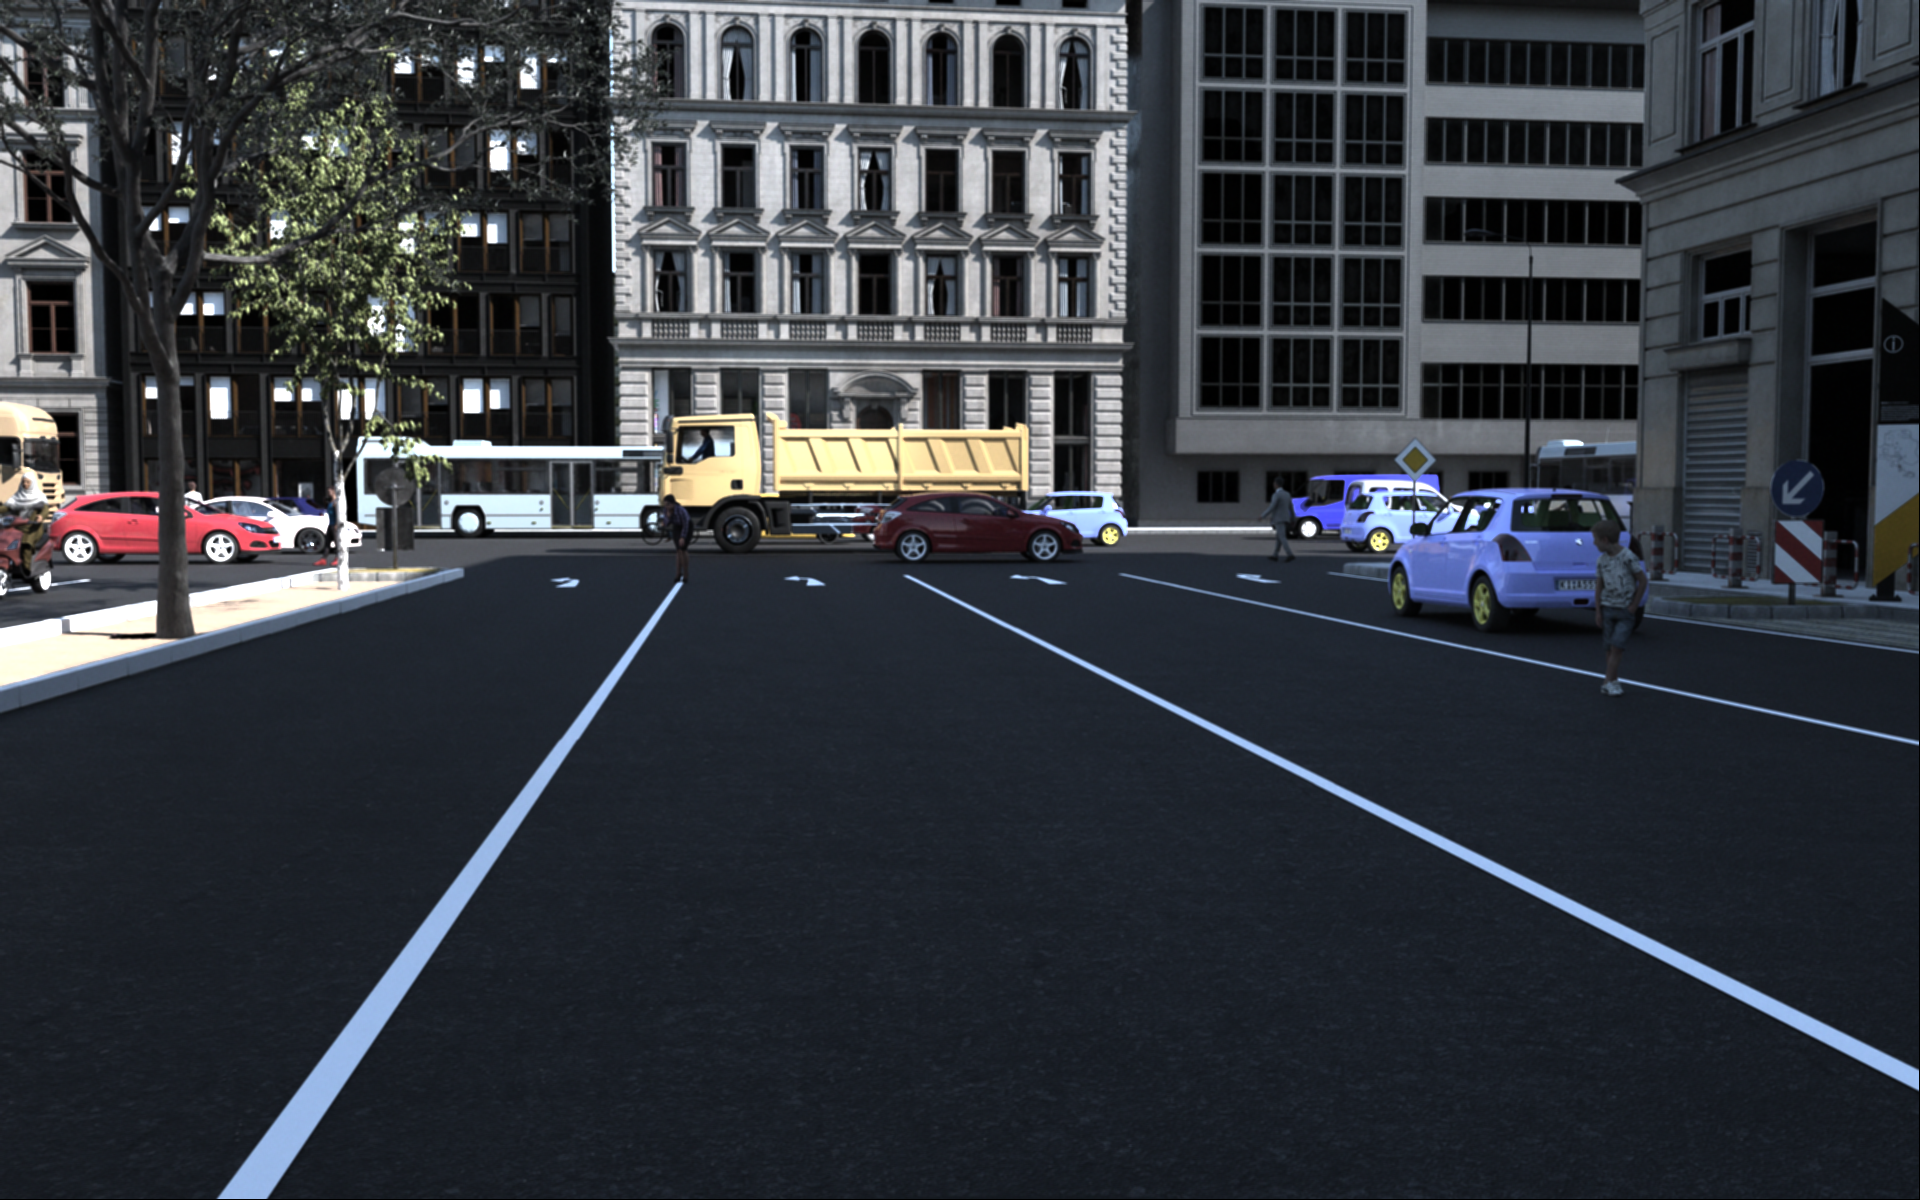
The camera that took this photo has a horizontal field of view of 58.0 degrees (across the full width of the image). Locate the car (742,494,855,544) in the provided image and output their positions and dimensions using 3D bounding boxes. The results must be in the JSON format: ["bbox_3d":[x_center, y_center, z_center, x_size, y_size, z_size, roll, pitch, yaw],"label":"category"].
[{"bbox_3d":[-5.012,-2.435,50.038,3.980,1.641,2.015,0,4,-6],"label":"car"}]

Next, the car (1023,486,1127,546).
[{"bbox_3d":[2.758,-2.350,48.021,3.694,1.707,1.945,0,4,-7],"label":"car"}]

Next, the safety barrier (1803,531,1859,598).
[{"bbox_3d":[10.804,-0.444,21.532,0.300,0.817,1.120,0,4,-7],"label":"safety barrier"}]

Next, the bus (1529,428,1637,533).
[{"bbox_3d":[20.727,-3.431,50.953,2.948,3.499,13.247,-1,4,-9],"label":"bus"}]

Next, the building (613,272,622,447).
[{"bbox_3d":[-50.216,-27.720,224.923,14.107,30.474,14.160,0,4,-7],"label":"building"}]

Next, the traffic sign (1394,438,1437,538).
[{"bbox_3d":[8.087,-1.665,30.863,0.795,2.450,0.064,0,4,-7],"label":"traffic sign"}]

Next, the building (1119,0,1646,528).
[{"bbox_3d":[20.908,-15.488,72.296,30.058,24.678,14.314,0,4,-7],"label":"building"}]

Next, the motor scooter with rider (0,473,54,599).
[{"bbox_3d":[-13.272,-0.943,24.379,0.876,1.779,1.986,0,4,-6],"label":"motor scooter with rider"}]

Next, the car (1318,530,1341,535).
[{"bbox_3d":[13.624,-3.057,60.199,2.015,1.641,3.980,-1,4,-8],"label":"car"}]

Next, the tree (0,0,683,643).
[{"bbox_3d":[-7.723,-6.347,16.601,12.009,13.543,11.850,0,3,0],"label":"tree"}]

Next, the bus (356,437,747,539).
[{"bbox_3d":[-12.776,-3.808,57.128,13.247,3.499,2.948,0,4,-6],"label":"bus"}]

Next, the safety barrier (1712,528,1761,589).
[{"bbox_3d":[10.550,-0.568,23.557,0.300,0.817,1.120,0,4,-7],"label":"safety barrier"}]

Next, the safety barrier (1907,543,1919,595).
[{"bbox_3d":[11.058,-0.320,19.513,0.300,0.817,1.120,0,4,-7],"label":"safety barrier"}]

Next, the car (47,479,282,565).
[{"bbox_3d":[-16.462,-1.648,35.980,4.494,1.783,2.155,0,4,-6],"label":"car"}]

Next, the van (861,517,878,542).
[{"bbox_3d":[-1.377,-2.793,52.674,4.112,2.044,2.013,-1,4,-9],"label":"van"}]

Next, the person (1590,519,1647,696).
[{"bbox_3d":[4.696,0.049,12.380,0.352,1.250,0.332,0,4,-4],"label":"person"}]

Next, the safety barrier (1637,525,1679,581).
[{"bbox_3d":[10.297,-0.691,25.580,0.300,0.817,1.120,0,4,-7],"label":"safety barrier"}]

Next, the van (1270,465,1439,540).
[{"bbox_3d":[12.571,-3.114,55.294,5.245,2.365,2.240,0,4,-6],"label":"van"}]

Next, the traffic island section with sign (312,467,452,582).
[{"bbox_3d":[-9.581,-1.275,28.978,2.006,1.907,1.989,0,4,-7],"label":"traffic island section with sign"}]

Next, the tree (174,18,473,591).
[{"bbox_3d":[-9.047,-4.421,25.108,4.737,8.622,4.395,0,3,0],"label":"tree"}]

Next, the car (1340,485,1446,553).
[{"bbox_3d":[11.303,-2.026,42.712,3.694,1.707,1.945,0,4,-7],"label":"car"}]

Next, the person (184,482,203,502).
[{"bbox_3d":[-19.890,-2.194,44.936,0.480,1.755,0.524,-3,4,-38],"label":"person"}]

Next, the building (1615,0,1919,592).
[{"bbox_3d":[20.542,-11.173,15.969,16.112,22.955,30.059,0,4,-7],"label":"building"}]

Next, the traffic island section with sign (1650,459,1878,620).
[{"bbox_3d":[9.398,-0.733,20.617,1.989,1.847,2.006,0,4,-7],"label":"traffic island section with sign"}]

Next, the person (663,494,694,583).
[{"bbox_3d":[-4.544,-0.989,27.910,0.421,1.427,0.697,1,4,21],"label":"person"}]

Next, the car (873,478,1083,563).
[{"bbox_3d":[0.394,-1.697,36.787,4.494,1.783,2.155,0,4,-6],"label":"car"}]

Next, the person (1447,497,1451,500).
[{"bbox_3d":[15.512,-2.622,55.274,0.435,1.345,0.340,1,4,20],"label":"person"}]

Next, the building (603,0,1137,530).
[{"bbox_3d":[-3.685,-14.596,67.527,19.941,23.489,11.050,0,4,-7],"label":"building"}]

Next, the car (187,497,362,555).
[{"bbox_3d":[-17.017,-1.808,41.924,4.827,1.381,2.083,0,4,-7],"label":"car"}]

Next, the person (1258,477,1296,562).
[{"bbox_3d":[6.808,-1.713,36.782,0.678,1.792,0.850,-3,5,-41],"label":"person"}]

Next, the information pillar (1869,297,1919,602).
[{"bbox_3d":[11.164,-1.789,20.613,0.504,3.616,0.183,2,4,28],"label":"information pillar"}]

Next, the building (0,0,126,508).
[{"bbox_3d":[-40.140,-13.924,63.821,21.152,22.565,11.583,0,4,-7],"label":"building"}]

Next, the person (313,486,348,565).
[{"bbox_3d":[-12.703,-1.503,34.951,0.647,1.594,0.662,3,4,39],"label":"person"}]

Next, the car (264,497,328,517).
[{"bbox_3d":[-21.329,-2.476,53.064,3.894,1.354,1.945,-1,4,-9],"label":"car"}]

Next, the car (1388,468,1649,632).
[{"bbox_3d":[6.087,-0.594,19.298,1.945,1.707,3.694,0,4,-6],"label":"car"}]

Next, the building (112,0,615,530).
[{"bbox_3d":[-21.842,-14.484,66.498,15.834,23.373,12.332,0,4,-7],"label":"building"}]

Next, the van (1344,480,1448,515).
[{"bbox_3d":[13.621,-2.744,51.878,4.112,2.044,2.013,0,4,-8],"label":"van"}]
